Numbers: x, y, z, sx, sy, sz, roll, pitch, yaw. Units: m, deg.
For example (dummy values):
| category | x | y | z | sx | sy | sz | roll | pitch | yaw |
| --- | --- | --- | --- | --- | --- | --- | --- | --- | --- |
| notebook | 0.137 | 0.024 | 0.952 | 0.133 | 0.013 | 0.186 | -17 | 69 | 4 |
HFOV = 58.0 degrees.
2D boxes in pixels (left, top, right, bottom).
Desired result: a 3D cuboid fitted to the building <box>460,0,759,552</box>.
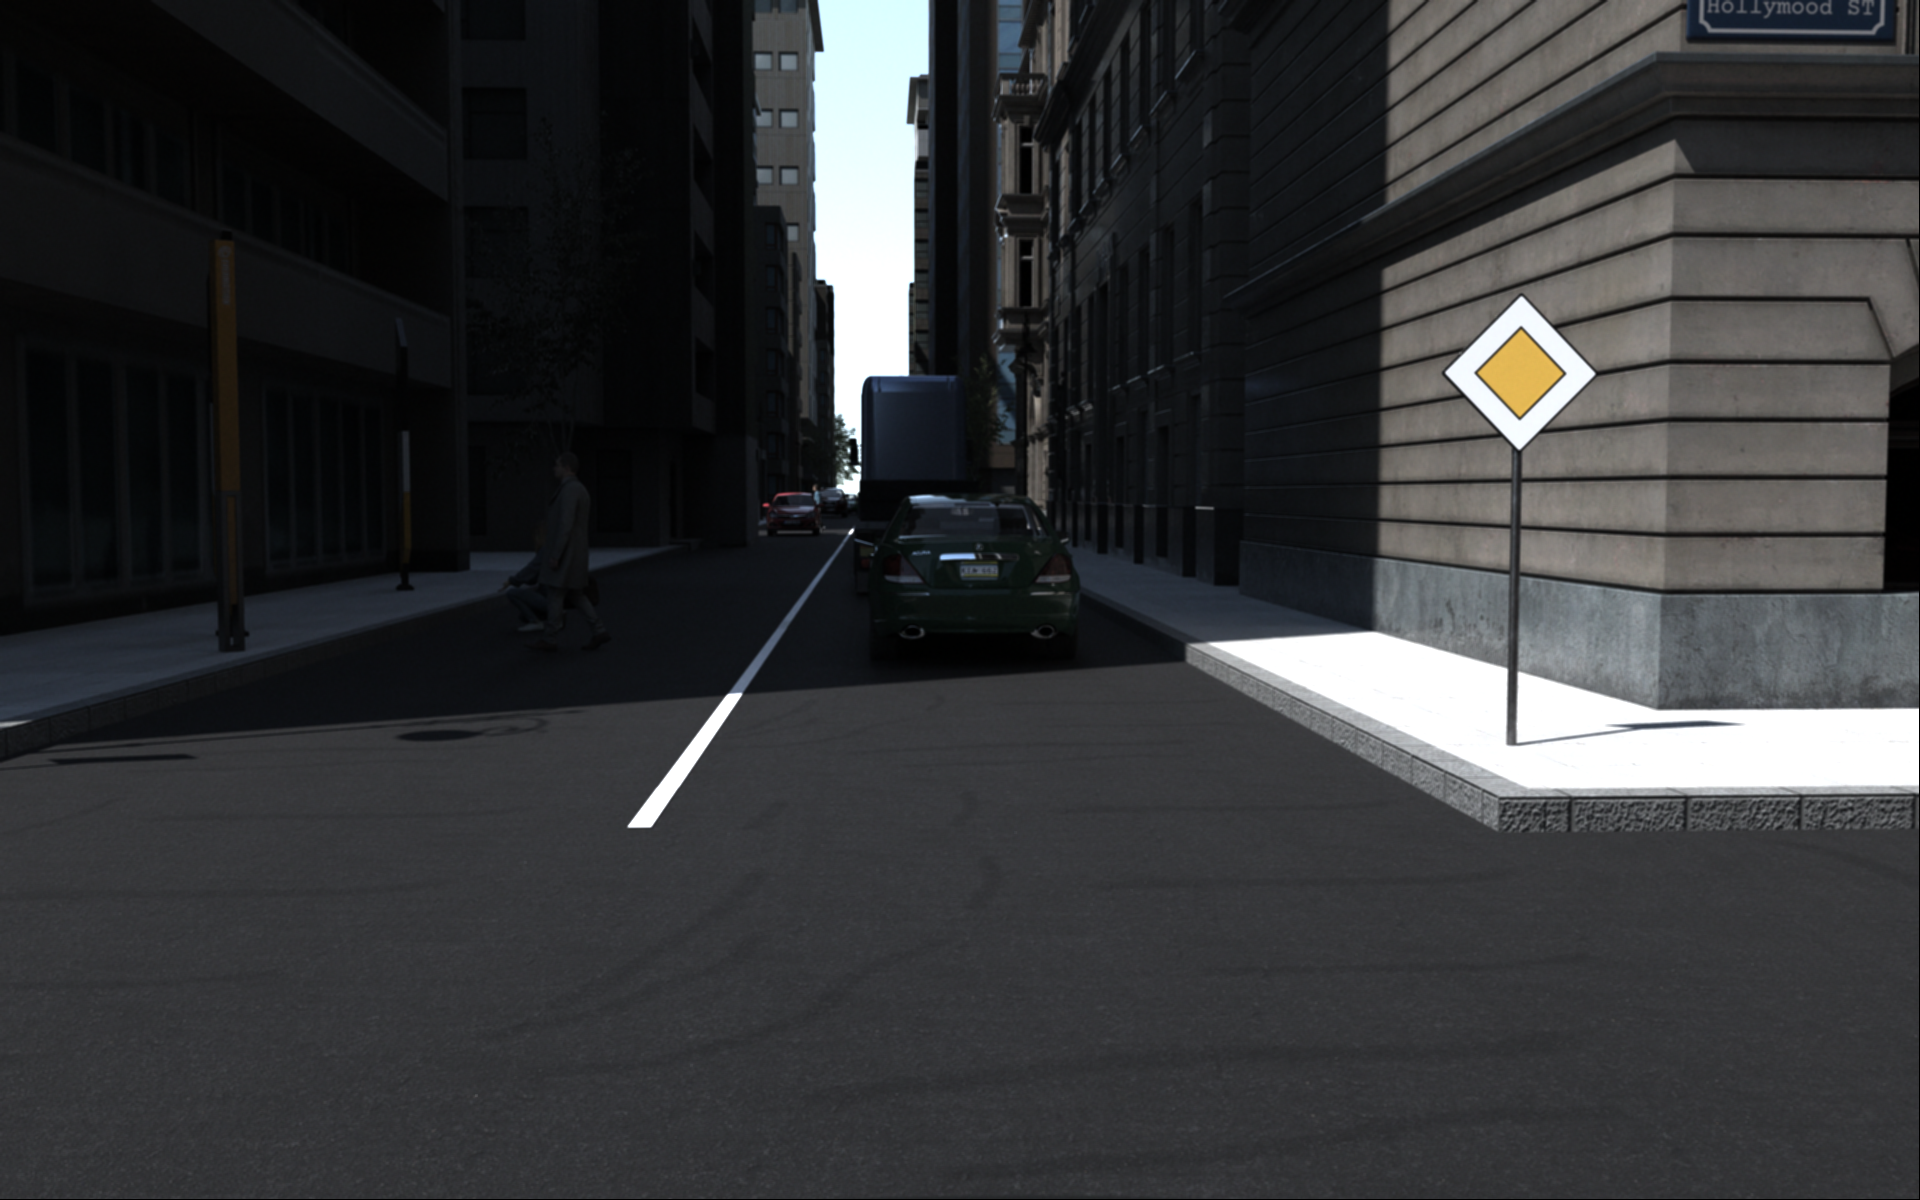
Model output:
| category | x | y | z | sx | sy | sz | roll | pitch | yaw |
| --- | --- | --- | --- | --- | --- | --- | --- | --- | --- |
| building | -12.691 | -16.625 | 43.520 | 14.160 | 30.474 | 14.107 | 0 | 4 | -3 |

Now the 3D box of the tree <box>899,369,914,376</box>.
| category | x | y | z | sx | sy | sz | roll | pitch | yaw |
| --- | --- | --- | --- | --- | --- | --- | --- | --- | --- |
| tree | -4.359 | -15.815 | 168.940 | 12.009 | 13.543 | 11.850 | 0 | 3 | 0 |

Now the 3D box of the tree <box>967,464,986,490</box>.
| category | x | y | z | sx | sy | sz | roll | pitch | yaw |
| --- | --- | --- | --- | --- | --- | --- | --- | --- | --- |
| tree | 0.298 | -5.989 | 92.522 | 1.663 | 3.219 | 1.824 | 0 | 3 | 0 |

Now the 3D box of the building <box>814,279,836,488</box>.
| category | x | y | z | sx | sy | sz | roll | pitch | yaw |
| --- | --- | --- | --- | --- | --- | --- | --- | --- | --- |
| building | -23.794 | -28.014 | 229.731 | 14.160 | 30.474 | 14.107 | 0 | 4 | -3 |

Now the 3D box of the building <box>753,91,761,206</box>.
| category | x | y | z | sx | sy | sz | roll | pitch | yaw |
| --- | --- | --- | --- | --- | --- | --- | --- | --- | --- |
| building | -29.550 | -27.624 | 143.531 | 32.217 | 40.220 | 23.993 | 0 | 4 | -3 |

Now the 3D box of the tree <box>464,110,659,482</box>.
| category | x | y | z | sx | sy | sz | roll | pitch | yaw |
| --- | --- | --- | --- | --- | --- | --- | --- | --- | --- |
| tree | -7.766 | -5.061 | 33.111 | 4.360 | 8.622 | 3.978 | 0 | 3 | 0 |

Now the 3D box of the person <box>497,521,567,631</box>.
| category | x | y | z | sx | sy | sz | roll | pitch | yaw |
| --- | --- | --- | --- | --- | --- | --- | --- | --- | --- |
| person | -4.515 | -0.254 | 18.150 | 0.738 | 1.151 | 1.012 | 1 | 4 | 8 |

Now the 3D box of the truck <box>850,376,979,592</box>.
| category | x | y | z | sx | sy | sz | roll | pitch | yaw |
| --- | --- | --- | --- | --- | --- | --- | --- | --- | --- |
| truck | -0.754 | -2.681 | 33.588 | 2.967 | 4.110 | 18.799 | 0 | 4 | -3 |

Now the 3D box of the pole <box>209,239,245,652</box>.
| category | x | y | z | sx | sy | sz | roll | pitch | yaw |
| --- | --- | --- | --- | --- | --- | --- | --- | --- | --- |
| pole | -5.946 | -1.235 | 14.044 | 0.158 | 3.312 | 0.155 | 0 | 3 | 0 |

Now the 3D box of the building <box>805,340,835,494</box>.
| category | x | y | z | sx | sy | sz | roll | pitch | yaw |
| --- | --- | --- | --- | --- | --- | --- | --- | --- | --- |
| building | -29.306 | -22.215 | 208.258 | 27.650 | 21.520 | 28.899 | 0 | 4 | -3 |

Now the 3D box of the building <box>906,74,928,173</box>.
| category | x | y | z | sx | sy | sz | roll | pitch | yaw |
| --- | --- | --- | --- | --- | --- | --- | --- | --- | --- |
| building | 7.922 | -38.302 | 215.470 | 28.713 | 52.752 | 27.495 | 0 | 4 | -3 |

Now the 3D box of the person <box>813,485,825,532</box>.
| category | x | y | z | sx | sy | sz | roll | pitch | yaw |
| --- | --- | --- | --- | --- | --- | --- | --- | --- | --- |
| person | -5.251 | -3.398 | 64.395 | 0.444 | 1.785 | 0.601 | 1 | 4 | 16 |

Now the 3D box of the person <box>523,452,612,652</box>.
| category | x | y | z | sx | sy | sz | roll | pitch | yaw |
| --- | --- | --- | --- | --- | --- | --- | --- | --- | --- |
| person | -3.601 | -0.442 | 15.833 | 0.767 | 1.812 | 0.694 | 0 | 3 | 0 |

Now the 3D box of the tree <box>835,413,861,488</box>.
| category | x | y | z | sx | sy | sz | roll | pitch | yaw |
| --- | --- | --- | --- | --- | --- | --- | --- | --- | --- |
| tree | -17.427 | -19.839 | 242.487 | 7.486 | 12.596 | 7.792 | 0 | 3 | 0 |

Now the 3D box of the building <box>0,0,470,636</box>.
| category | x | y | z | sx | sy | sz | roll | pitch | yaw |
| --- | --- | --- | --- | --- | --- | --- | --- | --- | --- |
| building | -18.437 | -24.047 | 16.864 | 21.300 | 48.544 | 21.600 | 0 | 4 | -3 |

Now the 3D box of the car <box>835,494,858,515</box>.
| category | x | y | z | sx | sy | sz | roll | pitch | yaw |
| --- | --- | --- | --- | --- | --- | --- | --- | --- | --- |
| car | -7.835 | -6.828 | 120.439 | 1.959 | 1.807 | 4.718 | 0 | 4 | -5 |

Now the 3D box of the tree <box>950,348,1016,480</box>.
| category | x | y | z | sx | sy | sz | roll | pitch | yaw |
| --- | --- | --- | --- | --- | --- | --- | --- | --- | --- |
| tree | 0.740 | -8.429 | 88.176 | 4.737 | 8.622 | 4.395 | 0 | 3 | 0 |

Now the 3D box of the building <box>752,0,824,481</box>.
| category | x | y | z | sx | sy | sz | roll | pitch | yaw |
| --- | --- | --- | --- | --- | --- | --- | --- | --- | --- |
| building | -28.686 | -36.081 | 179.158 | 28.713 | 52.752 | 27.495 | 0 | 4 | -3 |

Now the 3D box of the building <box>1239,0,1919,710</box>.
| category | x | y | z | sx | sy | sz | roll | pitch | yaw |
| --- | --- | --- | --- | --- | --- | --- | --- | --- | --- |
| building | 20.808 | -12.011 | 15.462 | 34.723 | 24.649 | 14.460 | 0 | 4 | -3 |

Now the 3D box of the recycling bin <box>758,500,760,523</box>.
| category | x | y | z | sx | sy | sz | roll | pitch | yaw |
| --- | --- | --- | --- | --- | --- | --- | --- | --- | --- |
| recycling bin | -9.321 | -3.956 | 77.235 | 0.722 | 1.027 | 0.722 | 0 | 4 | 2 |

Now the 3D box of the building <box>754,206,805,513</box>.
| category | x | y | z | sx | sy | sz | roll | pitch | yaw |
| --- | --- | --- | --- | --- | --- | --- | --- | --- | --- |
| building | -25.240 | -16.687 | 117.879 | 27.650 | 21.520 | 28.899 | 0 | 4 | -3 |

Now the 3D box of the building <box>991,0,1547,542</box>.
| category | x | y | z | sx | sy | sz | roll | pitch | yaw |
| --- | --- | --- | --- | --- | --- | --- | --- | --- | --- |
| building | 8.542 | -15.118 | 66.259 | 14.460 | 24.649 | 34.723 | 0 | 4 | -3 |

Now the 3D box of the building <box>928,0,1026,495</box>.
| category | x | y | z | sx | sy | sz | roll | pitch | yaw |
| --- | --- | --- | --- | --- | --- | --- | --- | --- | --- |
| building | 5.021 | -28.373 | 114.014 | 14.600 | 45.320 | 14.200 | 0 | 4 | -3 |

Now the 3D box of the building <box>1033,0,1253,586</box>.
| category | x | y | z | sx | sy | sz | roll | pitch | yaw |
| --- | --- | --- | --- | --- | --- | --- | --- | --- | --- |
| building | 8.616 | -14.586 | 35.744 | 12.463 | 27.353 | 25.104 | 0 | 4 | -3 |

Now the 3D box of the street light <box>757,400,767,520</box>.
| category | x | y | z | sx | sy | sz | roll | pitch | yaw |
| --- | --- | --- | --- | --- | --- | --- | --- | --- | --- |
| street light | -9.766 | -6.864 | 85.019 | 0.468 | 5.910 | 1.993 | 0 | 4 | -3 |

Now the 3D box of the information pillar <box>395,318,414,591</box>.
| category | x | y | z | sx | sy | sz | roll | pitch | yaw |
| --- | --- | --- | --- | --- | --- | --- | --- | --- | --- |
| information pillar | -7.390 | -1.935 | 22.993 | 0.183 | 3.616 | 0.504 | -2 | 4 | -26 |

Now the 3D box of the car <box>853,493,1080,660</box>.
| category | x | y | z | sx | sy | sz | roll | pitch | yaw |
| --- | --- | --- | --- | --- | --- | --- | --- | --- | --- |
| car | 0.048 | -0.283 | 16.433 | 2.131 | 1.459 | 4.920 | 0 | 4 | -3 |

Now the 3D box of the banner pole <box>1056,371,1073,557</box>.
| category | x | y | z | sx | sy | sz | roll | pitch | yaw |
| --- | --- | --- | --- | --- | --- | --- | --- | --- | --- |
| banner pole | 2.042 | -2.752 | 35.010 | 0.401 | 3.779 | 0.863 | 1 | 4 | 15 |

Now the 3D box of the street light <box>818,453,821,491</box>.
| category | x | y | z | sx | sy | sz | roll | pitch | yaw |
| --- | --- | --- | --- | --- | --- | --- | --- | --- | --- |
| street light | -13.741 | -11.968 | 168.457 | 0.468 | 5.910 | 1.993 | 0 | 4 | -3 |

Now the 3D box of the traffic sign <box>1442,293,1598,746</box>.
| category | x | y | z | sx | sy | sz | roll | pitch | yaw |
| --- | --- | --- | --- | --- | --- | --- | --- | --- | --- |
| traffic sign | 2.812 | -0.314 | 8.776 | 0.795 | 2.450 | 0.064 | 0 | 4 | -3 |

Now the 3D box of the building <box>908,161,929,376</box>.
| category | x | y | z | sx | sy | sz | roll | pitch | yaw |
| --- | --- | --- | --- | --- | --- | --- | --- | --- | --- |
| building | 2.909 | -23.325 | 153.063 | 14.160 | 30.474 | 14.107 | 0 | 4 | -3 |

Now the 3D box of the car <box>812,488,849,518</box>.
| category | x | y | z | sx | sy | sz | roll | pitch | yaw |
| --- | --- | --- | --- | --- | --- | --- | --- | --- | --- |
| car | -7.996 | -6.026 | 107.205 | 2.281 | 1.827 | 5.304 | 0 | 4 | -2 |

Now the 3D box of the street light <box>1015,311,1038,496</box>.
| category | x | y | z | sx | sy | sz | roll | pitch | yaw |
| --- | --- | --- | --- | --- | --- | --- | --- | --- | --- |
| street light | 1.660 | -4.342 | 43.784 | 0.468 | 5.910 | 1.993 | 0 | 4 | -3 |

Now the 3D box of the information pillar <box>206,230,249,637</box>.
| category | x | y | z | sx | sy | sz | roll | pitch | yaw |
| --- | --- | --- | --- | --- | --- | --- | --- | --- | --- |
| information pillar | -6.636 | -1.484 | 15.619 | 0.183 | 3.616 | 0.504 | -3 | 5 | -41 |

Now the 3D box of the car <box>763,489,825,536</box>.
| category | x | y | z | sx | sy | sz | roll | pitch | yaw |
| --- | --- | --- | --- | --- | --- | --- | --- | --- | --- |
| car | -5.817 | -3.165 | 60.784 | 2.155 | 1.783 | 4.494 | 0 | 4 | -4 |

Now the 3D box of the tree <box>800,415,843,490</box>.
| category | x | y | z | sx | sy | sz | roll | pitch | yaw |
| --- | --- | --- | --- | --- | --- | --- | --- | --- | --- |
| tree | -13.144 | -12.866 | 160.719 | 4.360 | 8.622 | 3.978 | 0 | 3 | 0 |

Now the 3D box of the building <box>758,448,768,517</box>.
| category | x | y | z | sx | sy | sz | roll | pitch | yaw |
| --- | --- | --- | --- | --- | --- | --- | --- | --- | --- |
| building | -21.009 | -39.972 | 91.800 | 20.563 | 71.187 | 20.611 | 0 | 4 | -3 |

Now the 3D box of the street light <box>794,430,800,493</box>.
| category | x | y | z | sx | sy | sz | roll | pitch | yaw |
| --- | --- | --- | --- | --- | --- | --- | --- | --- | --- |
| street light | -11.644 | -9.263 | 124.244 | 0.468 | 5.910 | 1.993 | 0 | 4 | -3 |
